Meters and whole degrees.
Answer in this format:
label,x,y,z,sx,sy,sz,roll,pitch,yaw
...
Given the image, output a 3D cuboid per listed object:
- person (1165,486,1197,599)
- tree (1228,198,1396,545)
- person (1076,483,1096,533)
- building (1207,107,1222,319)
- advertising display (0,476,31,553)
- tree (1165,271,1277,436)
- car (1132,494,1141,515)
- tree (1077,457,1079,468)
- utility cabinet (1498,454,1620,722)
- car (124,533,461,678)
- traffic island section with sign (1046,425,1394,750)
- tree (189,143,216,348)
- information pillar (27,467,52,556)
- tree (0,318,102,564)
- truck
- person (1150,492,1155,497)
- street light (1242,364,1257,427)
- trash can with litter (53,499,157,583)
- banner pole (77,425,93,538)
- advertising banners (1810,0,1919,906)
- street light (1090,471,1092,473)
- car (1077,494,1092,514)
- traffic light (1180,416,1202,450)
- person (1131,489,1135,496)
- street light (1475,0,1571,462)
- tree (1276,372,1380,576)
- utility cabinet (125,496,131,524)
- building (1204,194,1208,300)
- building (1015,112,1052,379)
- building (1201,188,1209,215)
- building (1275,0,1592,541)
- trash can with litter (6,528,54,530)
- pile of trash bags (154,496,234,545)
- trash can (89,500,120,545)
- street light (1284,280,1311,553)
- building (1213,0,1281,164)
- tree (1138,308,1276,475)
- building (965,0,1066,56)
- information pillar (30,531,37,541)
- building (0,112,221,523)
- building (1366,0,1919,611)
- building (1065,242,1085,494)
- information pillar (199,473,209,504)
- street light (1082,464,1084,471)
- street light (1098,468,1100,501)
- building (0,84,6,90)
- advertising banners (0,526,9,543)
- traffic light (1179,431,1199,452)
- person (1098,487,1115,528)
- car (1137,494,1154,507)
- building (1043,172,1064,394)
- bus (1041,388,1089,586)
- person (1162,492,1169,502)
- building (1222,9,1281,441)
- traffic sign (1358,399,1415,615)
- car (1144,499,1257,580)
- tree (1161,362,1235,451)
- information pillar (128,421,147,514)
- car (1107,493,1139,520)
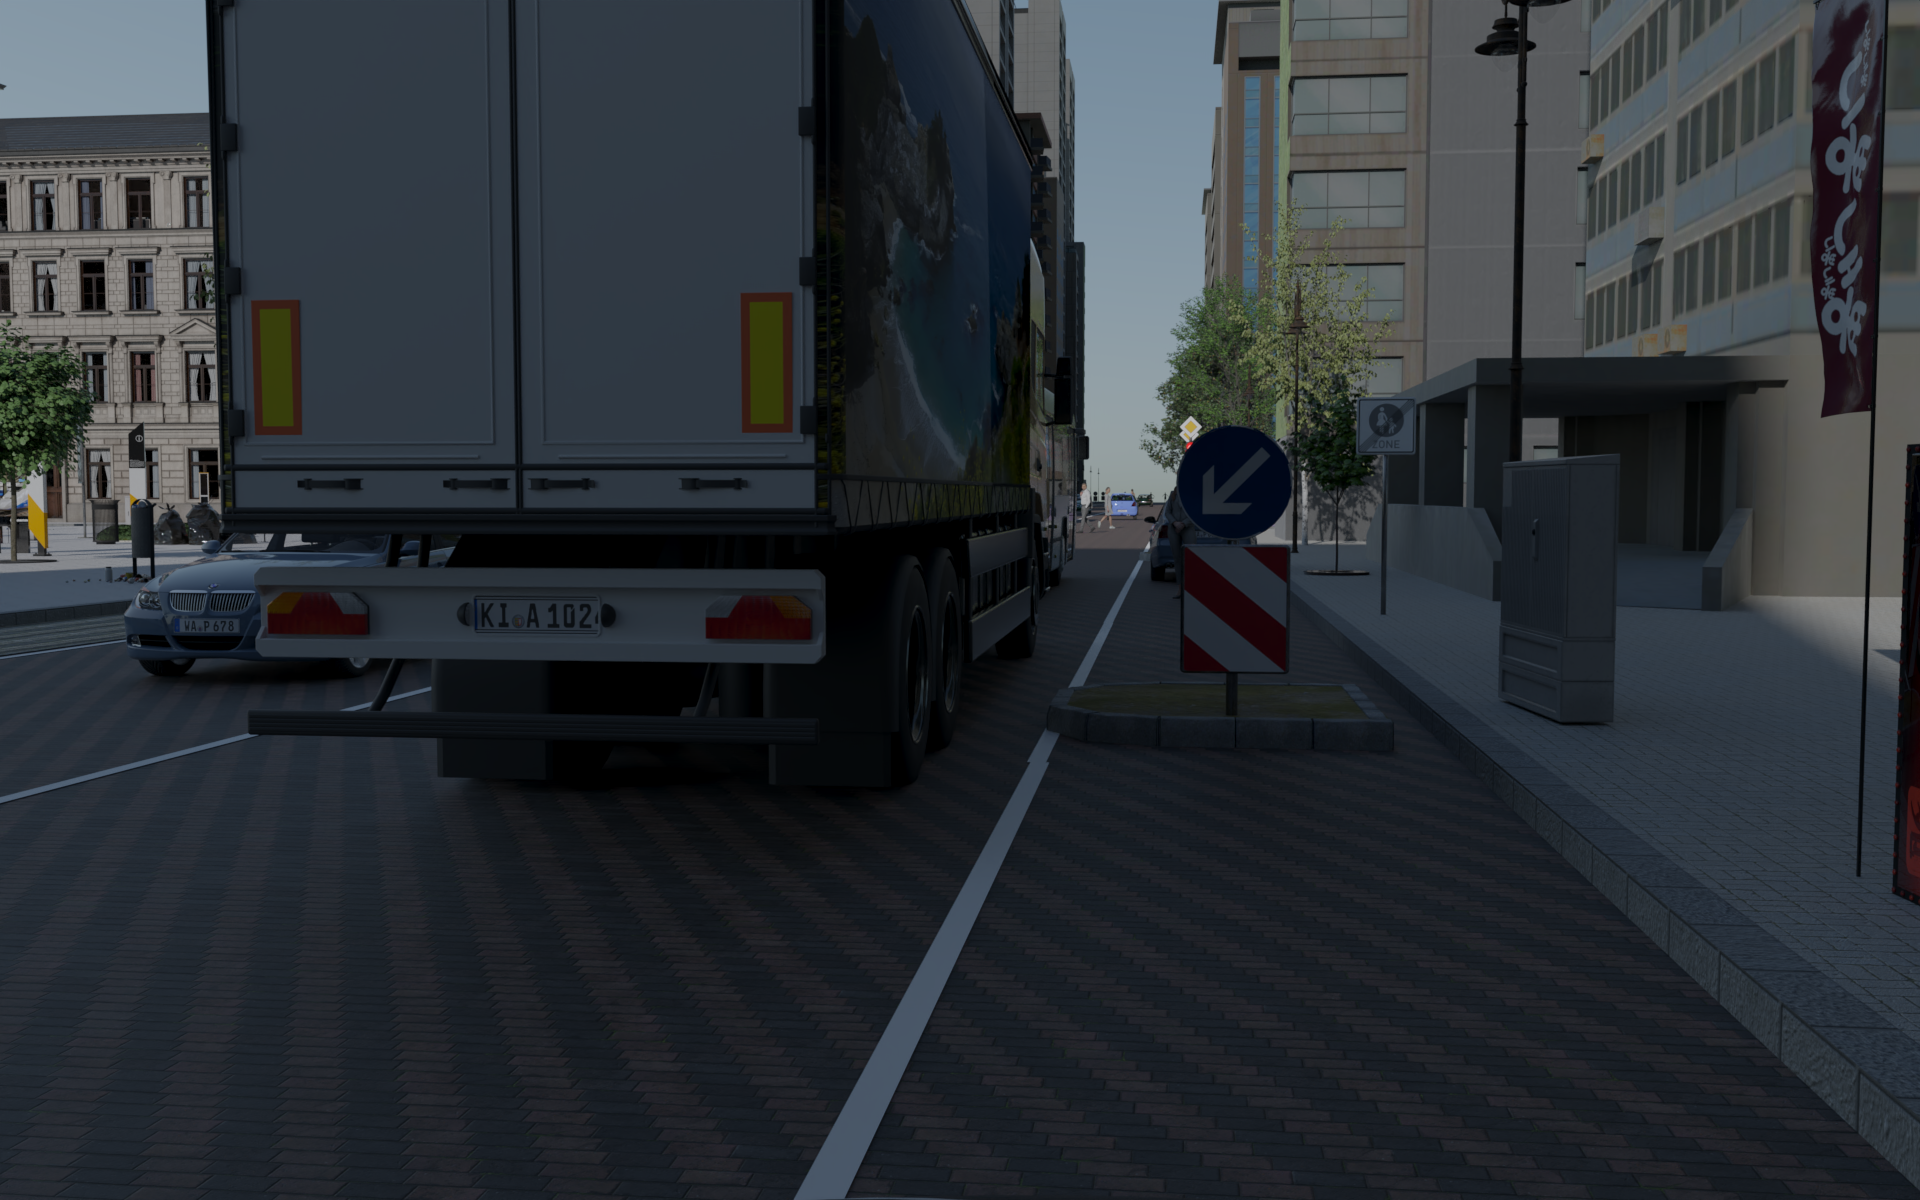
label,x,y,z,sx,sy,sz,roll,pitch,yaw
person,3.044,-0.908,23.624,0.520,1.790,0.573,1,4,10
tree,8.630,-5.662,42.941,4.737,8.622,4.395,0,3,0
person,4.595,-3.360,63.535,0.850,1.850,0.679,-1,4,-22
building,40.769,-35.632,206.291,21.300,48.544,21.600,0,4,7
advertising display,-20.353,-1.973,37.471,0.974,1.923,0.123,0,4,-8
tree,13.376,-9.556,82.001,9.928,11.665,9.643,0,3,0
car,11.249,-6.594,117.593,2.009,1.686,4.222,0,4,6
tree,12.839,-16.265,216.300,4.360,8.622,3.978,0,3,0
utility cabinet,3.467,-0.088,10.120,0.318,1.500,1.173,0,4,1
car,-5.384,-0.191,15.124,2.014,1.417,4.499,0,4,6
traffic island section with sign,1.564,-0.129,10.733,1.989,1.847,2.006,0,4,7
tree,-10.793,-4.873,30.041,4.737,8.622,4.395,0,3,0
information pillar,-19.014,-2.711,35.671,0.504,3.616,0.183,2,4,25
tree,-17.786,-2.974,32.342,4.285,4.588,4.351,0,3,0
truck,-0.925,-1.407,11.922,2.839,4.237,11.283,0,4,7
person,29.684,-15.893,269.062,1.217,1.735,0.721,0,4,-6
street light,10.286,-5.439,61.711,0.468,5.910,1.993,0,4,7
trash can with litter,-11.796,-0.866,25.219,2.233,1.210,1.678,3,4,36
banner pole,-25.411,-3.673,50.078,0.401,3.779,0.863,-1,4,-14
advertising banners,2.999,-0.551,5.199,0.090,3.025,2.074,0,4,2
street light,21.080,-18.734,279.095,0.468,5.910,1.993,0,4,7
car,8.477,-6.924,125.000,2.131,1.459,4.920,1,4,9
traffic light,8.276,-4.490,62.326,0.839,4.253,0.868,0,4,7
person,12.585,-7.211,126.491,0.616,1.811,0.778,2,4,24
street light,4.234,-2.468,13.135,0.468,5.910,1.993,0,4,7
tree,6.063,-2.008,27.434,1.663,3.219,1.824,0,3,0
utility cabinet,-31.212,-3.308,65.246,0.306,1.237,1.020,-2,4,-35
building,47.912,-39.075,262.572,21.300,48.544,21.600,0,4,7
building,-1.146,-33.138,196.427,22.147,44.769,28.867,0,4,7
building,54.465,-42.658,286.691,28.713,52.752,27.495,0,4,7
building,16.763,-22.553,52.340,14.154,41.232,14.086,0,4,7
trash can with litter,-33.639,-3.164,62.788,1.678,1.210,2.233,-1,4,-18
pile of trash bags,-19.034,-2.151,44.923,1.912,1.369,3.447,2,4,27
trash can,-21.804,-1.990,44.186,0.748,1.137,0.748,0,3,0
street light,7.290,-3.960,37.541,0.468,5.910,1.993,0,4,7
building,41.108,-36.220,181.430,28.713,52.752,27.495,0,4,7
tree,16.164,-11.610,106.825,9.611,12.733,9.660,0,3,0
building,7.237,-49.986,255.524,20.563,71.187,20.611,0,4,7
information pillar,-25.526,-2.641,47.673,0.304,2.012,0.304,1,4,15
building,-40.464,-13.309,82.223,19.286,19.102,10.561,0,4,7
building,23.209,-20.336,24.376,32.217,40.220,23.993,0,4,7
building,12.359,-36.098,273.796,14.154,41.232,14.086,0,4,7
information pillar,-25.980,-3.367,59.549,0.304,2.012,0.304,-2,4,-24
street light,18.119,-17.252,254.852,0.468,5.910,1.993,0,4,7
street light,24.259,-20.211,303.241,0.468,5.910,1.993,0,4,7
building,-62.647,-17.642,85.711,25.104,27.353,12.463,0,4,7
advertising banners,-25.014,-2.974,44.811,0.090,3.025,2.074,1,4,8
traffic light,9.262,-4.974,70.250,0.839,4.253,0.868,0,4,7
person,6.134,-3.852,72.226,0.760,1.731,0.466,-2,4,-26
car,20.729,-11.282,194.240,2.009,1.686,4.222,1,4,9
building,6.890,-36.009,238.850,14.600,45.320,14.200,0,4,7
bus,-0.013,-1.807,24.401,2.948,3.499,13.247,0,4,8
person,35.978,-17.984,303.317,1.217,1.735,0.721,2,4,27
building,31.668,-31.300,161.859,14.600,45.320,14.200,0,4,7
traffic sign,4.500,-0.992,18.350,0.606,2.300,0.079,1,4,9
car,4.176,-1.095,29.909,2.014,1.417,4.499,0,4,7
tree,18.160,-12.671,125.301,7.486,12.596,7.792,0,3,0
information pillar,-26.475,-3.941,55.790,0.504,3.616,0.183,-1,4,-13
car,9.026,-5.316,96.512,1.945,1.707,3.694,0,4,5
